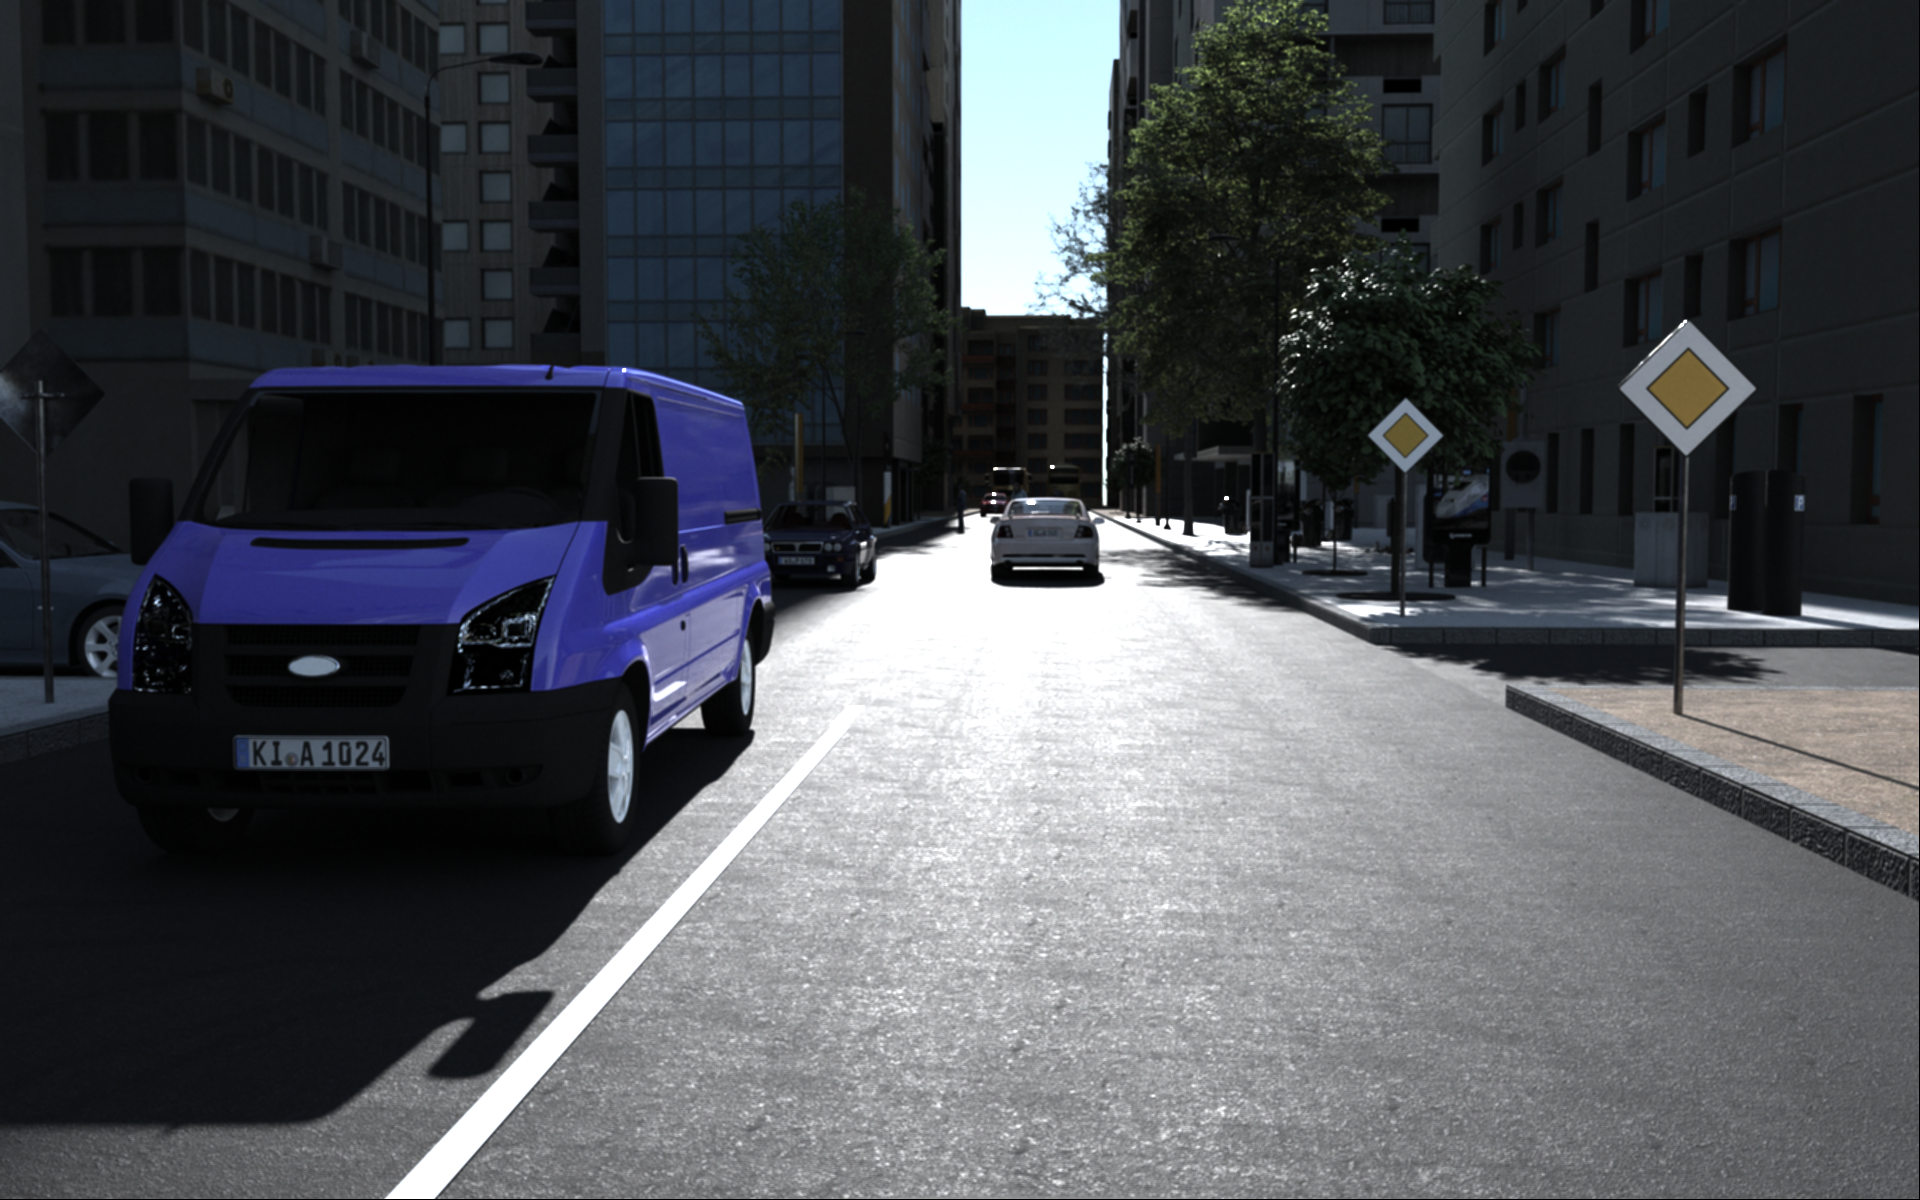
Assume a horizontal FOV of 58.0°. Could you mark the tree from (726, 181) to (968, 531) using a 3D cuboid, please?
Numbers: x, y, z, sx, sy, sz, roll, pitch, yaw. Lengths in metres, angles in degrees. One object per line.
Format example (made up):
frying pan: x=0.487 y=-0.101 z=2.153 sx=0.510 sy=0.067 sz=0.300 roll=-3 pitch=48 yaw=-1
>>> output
tree: x=-3.726 y=-8.160 z=59.175 sx=9.928 sy=11.665 sz=9.643 roll=0 pitch=3 yaw=0

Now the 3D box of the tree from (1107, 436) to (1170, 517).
tree: x=9.785 y=-6.868 z=95.999 sx=4.285 sy=4.588 sz=4.351 roll=0 pitch=3 yaw=0

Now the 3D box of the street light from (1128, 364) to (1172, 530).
street light: x=6.905 y=-5.476 z=62.080 sx=1.470 sy=5.913 sz=1.316 roll=0 pitch=4 yaw=3

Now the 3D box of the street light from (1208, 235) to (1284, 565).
street light: x=5.135 y=-3.584 z=31.147 sx=1.470 sy=5.913 sz=1.316 roll=0 pitch=4 yaw=3

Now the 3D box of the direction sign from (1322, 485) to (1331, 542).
direction sign: x=9.794 y=-3.338 z=46.574 sx=0.876 sy=3.537 sz=0.379 roll=3 pitch=5 yaw=44

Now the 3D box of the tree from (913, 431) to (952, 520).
tree: x=-2.793 y=-6.651 z=92.461 sx=4.285 sy=4.588 sz=4.351 roll=0 pitch=3 yaw=0

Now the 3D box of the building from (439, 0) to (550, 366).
building: x=-16.001 y=-31.741 z=108.198 sx=28.713 sy=52.752 sz=27.495 roll=0 pitch=4 yaw=3

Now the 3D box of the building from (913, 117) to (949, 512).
building: x=-8.324 y=-21.869 z=129.258 sx=14.160 sy=30.474 sz=14.107 roll=0 pitch=4 yaw=3

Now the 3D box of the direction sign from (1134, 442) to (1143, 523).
direction sign: x=7.856 y=-5.144 z=76.109 sx=0.379 sy=3.537 sz=0.876 roll=0 pitch=4 yaw=1

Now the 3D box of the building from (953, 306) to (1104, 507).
building: x=1.020 y=-21.232 z=192.190 sx=28.899 sy=21.520 sz=27.650 roll=0 pitch=4 yaw=3

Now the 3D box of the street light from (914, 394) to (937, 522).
street light: x=-1.746 y=-6.613 z=80.655 sx=1.470 sy=5.913 sz=1.316 roll=0 pitch=4 yaw=3

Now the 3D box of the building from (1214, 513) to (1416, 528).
building: x=23.926 y=-29.873 z=77.668 sx=28.713 sy=52.752 sz=27.495 roll=0 pitch=4 yaw=3

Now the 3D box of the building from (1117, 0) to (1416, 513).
building: x=27.888 y=-34.464 z=152.723 sx=28.713 sy=52.752 sz=27.495 roll=0 pitch=4 yaw=3

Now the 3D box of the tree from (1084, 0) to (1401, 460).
tree: x=6.598 y=-7.449 z=39.914 sx=7.486 sy=12.596 sz=7.792 roll=0 pitch=3 yaw=0

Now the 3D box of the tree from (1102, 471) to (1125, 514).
tree: x=10.204 y=-7.340 z=114.617 sx=1.663 sy=3.219 sz=1.824 roll=0 pitch=3 yaw=0

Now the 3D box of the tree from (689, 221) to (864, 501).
tree: x=-4.742 y=-5.864 z=46.233 sx=4.737 sy=8.622 sz=4.395 roll=0 pitch=3 yaw=0

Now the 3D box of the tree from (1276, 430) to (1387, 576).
tree: x=6.092 y=-2.010 z=27.471 sx=1.663 sy=3.219 sz=1.824 roll=0 pitch=3 yaw=0

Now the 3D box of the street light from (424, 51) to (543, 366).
street light: x=-5.074 y=-2.803 z=18.371 sx=1.470 sy=5.913 sz=1.316 roll=0 pitch=4 yaw=3

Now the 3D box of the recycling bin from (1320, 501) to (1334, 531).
recycling bin: x=12.866 y=-2.974 z=61.175 sx=0.722 sy=1.027 sz=0.722 roll=2 pitch=4 yaw=31

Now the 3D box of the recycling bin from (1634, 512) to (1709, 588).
recycling bin: x=9.841 y=-0.698 z=23.961 sx=0.722 sy=1.027 sz=0.722 roll=-3 pitch=4 yaw=-37

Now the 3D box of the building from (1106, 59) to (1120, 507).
building: x=26.510 y=-34.371 z=185.667 sx=21.600 sy=48.544 sz=21.300 roll=0 pitch=4 yaw=3

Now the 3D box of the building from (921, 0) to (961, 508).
building: x=-13.502 y=-34.564 z=154.358 sx=27.495 sy=52.752 sz=28.713 roll=0 pitch=4 yaw=3

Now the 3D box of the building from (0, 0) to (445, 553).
building: x=-23.564 y=-20.745 z=31.065 sx=32.217 sy=40.220 sz=23.993 roll=0 pitch=4 yaw=3

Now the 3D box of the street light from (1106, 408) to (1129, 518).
street light: x=8.504 y=-7.369 z=93.022 sx=1.470 sy=5.913 sz=1.316 roll=0 pitch=4 yaw=3

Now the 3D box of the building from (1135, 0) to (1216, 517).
building: x=21.863 y=-34.779 z=110.642 sx=21.231 sy=58.520 sz=28.212 roll=0 pitch=4 yaw=3

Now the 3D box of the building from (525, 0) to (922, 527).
building: x=-9.043 y=-25.814 z=72.162 sx=14.600 sy=45.320 sz=14.200 roll=0 pitch=4 yaw=3

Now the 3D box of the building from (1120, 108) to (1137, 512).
building: x=19.279 y=-22.085 z=132.787 sx=14.160 sy=30.474 sz=14.107 roll=0 pitch=4 yaw=3

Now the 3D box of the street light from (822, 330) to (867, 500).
street light: x=-3.344 y=-4.695 z=49.306 sx=1.470 sy=5.913 sz=1.316 roll=0 pitch=4 yaw=3

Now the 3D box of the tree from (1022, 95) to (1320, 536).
tree: x=7.009 y=-8.737 z=53.212 sx=12.009 sy=13.543 sz=11.850 roll=0 pitch=3 yaw=0

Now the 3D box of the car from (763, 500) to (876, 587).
car: x=-2.359 y=-0.945 z=28.033 sx=1.945 sy=1.354 sz=3.894 roll=0 pitch=4 yaw=3

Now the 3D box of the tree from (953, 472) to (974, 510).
tree: x=0.013 y=-8.796 z=138.408 sx=1.663 sy=3.219 sz=1.824 roll=0 pitch=3 yaw=0

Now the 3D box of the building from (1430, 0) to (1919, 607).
building: x=26.038 y=-11.358 z=30.750 sx=28.899 sy=21.520 sz=27.650 roll=0 pitch=4 yaw=3

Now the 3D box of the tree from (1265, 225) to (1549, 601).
tree: x=5.399 y=-2.296 z=21.261 sx=4.285 sy=4.588 sz=4.351 roll=0 pitch=3 yaw=0
